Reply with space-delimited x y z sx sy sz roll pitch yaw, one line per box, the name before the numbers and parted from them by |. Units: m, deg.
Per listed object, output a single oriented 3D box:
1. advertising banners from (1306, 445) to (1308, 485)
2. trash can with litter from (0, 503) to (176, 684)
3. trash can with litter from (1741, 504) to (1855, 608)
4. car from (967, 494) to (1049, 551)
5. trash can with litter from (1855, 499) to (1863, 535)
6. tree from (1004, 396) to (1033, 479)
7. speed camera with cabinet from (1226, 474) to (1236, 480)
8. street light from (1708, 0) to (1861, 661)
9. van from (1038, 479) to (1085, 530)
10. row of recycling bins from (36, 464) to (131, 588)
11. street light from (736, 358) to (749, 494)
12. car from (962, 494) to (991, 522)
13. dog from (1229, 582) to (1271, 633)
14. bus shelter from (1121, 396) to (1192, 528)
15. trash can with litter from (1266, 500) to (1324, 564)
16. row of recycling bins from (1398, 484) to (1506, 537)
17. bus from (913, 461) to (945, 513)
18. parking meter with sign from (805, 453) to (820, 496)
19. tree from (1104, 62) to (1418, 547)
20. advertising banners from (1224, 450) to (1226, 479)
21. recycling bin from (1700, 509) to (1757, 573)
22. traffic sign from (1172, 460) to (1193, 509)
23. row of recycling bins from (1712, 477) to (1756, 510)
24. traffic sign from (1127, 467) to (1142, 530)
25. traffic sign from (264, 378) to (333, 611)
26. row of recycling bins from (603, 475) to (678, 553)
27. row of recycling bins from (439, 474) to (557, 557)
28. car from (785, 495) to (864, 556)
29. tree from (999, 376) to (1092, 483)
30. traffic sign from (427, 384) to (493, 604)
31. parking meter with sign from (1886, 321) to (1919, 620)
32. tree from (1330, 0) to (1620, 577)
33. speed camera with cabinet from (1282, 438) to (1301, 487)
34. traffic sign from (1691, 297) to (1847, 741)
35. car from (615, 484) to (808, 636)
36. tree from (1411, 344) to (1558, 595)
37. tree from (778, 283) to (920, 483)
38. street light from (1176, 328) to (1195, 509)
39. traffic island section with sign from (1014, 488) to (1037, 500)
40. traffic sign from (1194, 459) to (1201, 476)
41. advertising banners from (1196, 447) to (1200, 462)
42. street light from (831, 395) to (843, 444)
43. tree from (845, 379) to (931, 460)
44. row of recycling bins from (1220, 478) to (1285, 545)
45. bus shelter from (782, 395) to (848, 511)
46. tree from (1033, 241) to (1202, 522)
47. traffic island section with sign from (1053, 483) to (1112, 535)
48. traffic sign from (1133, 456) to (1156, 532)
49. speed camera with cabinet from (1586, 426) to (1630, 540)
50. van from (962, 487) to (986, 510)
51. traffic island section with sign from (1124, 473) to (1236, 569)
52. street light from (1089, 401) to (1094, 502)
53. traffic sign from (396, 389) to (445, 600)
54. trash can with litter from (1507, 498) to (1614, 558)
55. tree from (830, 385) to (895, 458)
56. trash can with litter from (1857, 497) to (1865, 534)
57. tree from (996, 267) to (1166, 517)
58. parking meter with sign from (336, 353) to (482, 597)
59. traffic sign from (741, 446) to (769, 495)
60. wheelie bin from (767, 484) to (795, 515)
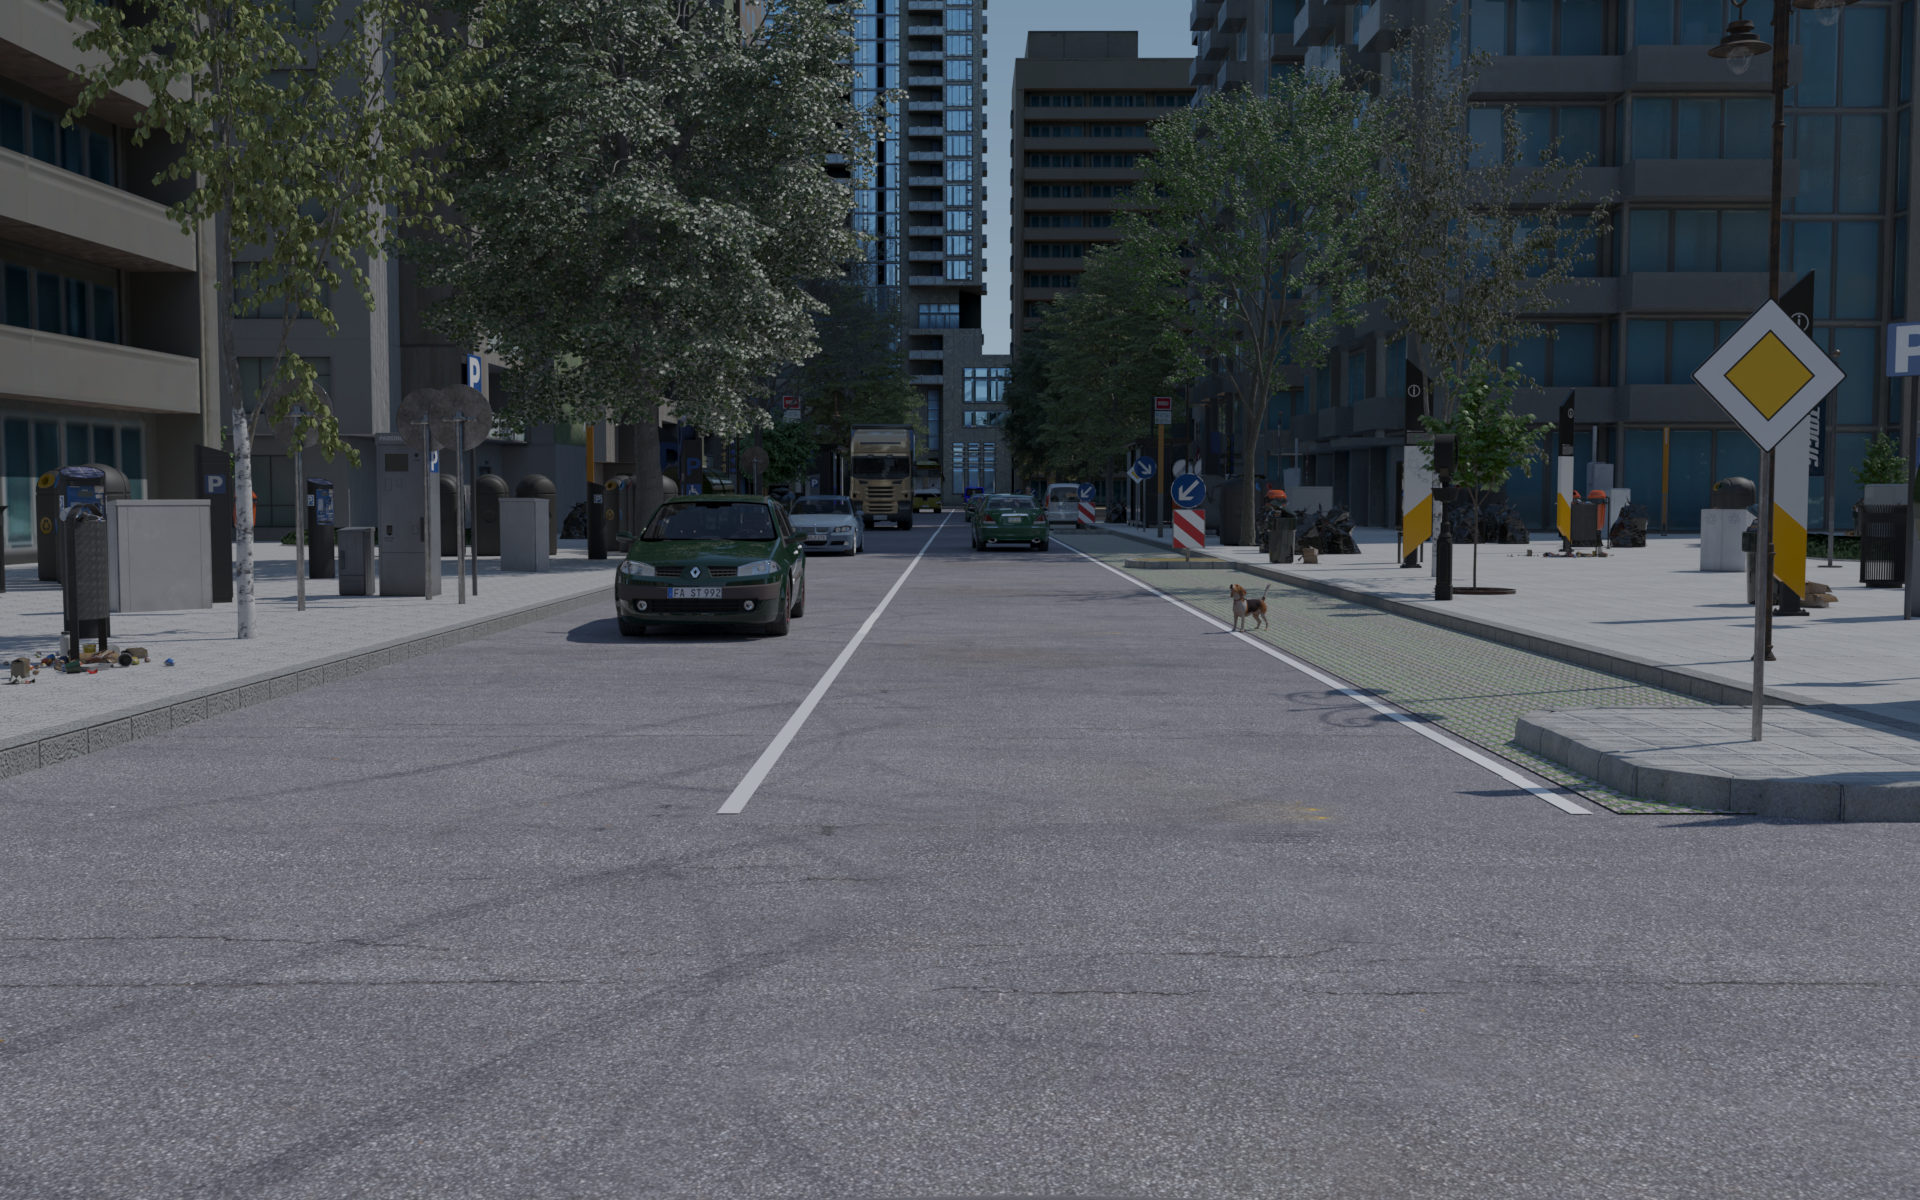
advertising banners | 12.571 -4.070 62.732 0.090 3.025 2.074 1 4 12
trash can with litter | -6.675 -0.100 12.696 1.678 1.210 2.233 0 4 -4
trash can with litter | 9.565 -0.522 19.926 0.624 1.170 1.055 -2 4 -35
car | 1.266 -2.013 44.709 2.131 1.459 4.920 0 4 -2
trash can with litter | 24.521 -2.199 47.342 0.624 1.170 1.055 0 4 -5
tree | 7.371 -14.187 150.078 7.486 12.596 7.792 0 3 0
speed camera with cabinet | 13.011 -5.302 81.031 0.660 3.252 2.038 -1 4 -12
street light | 6.209 -2.472 13.203 0.468 5.910 1.993 0 4 0
van | 4.124 -3.802 69.171 2.013 2.044 4.112 0 4 1
row of recycling bins | -12.443 -1.073 24.657 1.069 1.692 3.534 -2 4 -33
street light | -5.702 -4.382 44.440 0.468 5.910 1.993 0 4 0
car | 1.189 -4.740 89.290 2.131 1.459 4.920 0 4 -1
dog | 3.025 0.076 18.041 0.406 0.507 0.540 1 4 12
bus shelter | 7.630 -5.581 68.876 2.179 5.291 8.768 0 4 0
trash can with litter | 6.196 -1.263 32.037 1.055 1.170 0.624 1 4 9
row of recycling bins | 14.703 -2.735 51.835 1.069 1.692 3.534 -3 5 -44
bus | -2.603 -8.628 132.608 2.896 3.916 12.252 0 4 0
parking meter with sign | -5.758 -4.348 67.355 0.543 3.016 1.738 -1 4 -19
tree | 7.223 -7.117 42.114 9.928 11.665 9.643 0 3 0
advertising banners | 10.438 -4.409 68.280 0.090 3.025 2.074 1 4 10
recycling bin | 12.770 -0.990 28.736 0.722 1.027 0.722 3 5 43
traffic sign | 8.244 -3.918 64.159 0.768 2.556 0.104 0 4 1
row of recycling bins | 19.400 -2.217 43.358 1.069 1.692 3.534 1 4 21
traffic sign | 6.329 -3.703 61.729 0.795 2.450 0.064 0 4 8
traffic sign | -7.240 -1.154 18.967 0.768 2.556 0.104 0 4 4
row of recycling bins | -6.931 -1.867 37.632 1.069 1.692 3.534 -2 4 -26
row of recycling bins | -10.189 -1.766 35.989 3.534 1.692 1.069 -1 4 -12
car | -3.258 -1.799 41.408 2.014 1.417 4.499 0 4 1
tree | 6.687 -11.189 117.351 8.767 10.594 7.601 1 4 9
traffic sign | -5.815 -1.225 20.141 0.768 2.556 0.104 0 4 3
parking meter with sign | 10.308 -1.335 18.091 1.738 3.016 0.543 -3 4 -39
tree | 7.422 -4.646 26.324 4.360 8.622 3.978 0 3 0
speed camera with cabinet | 11.832 -4.146 62.131 0.660 3.252 2.038 0 4 8
traffic sign | 4.140 -0.324 8.943 0.795 2.450 0.064 0 4 0
car | -2.621 -0.548 18.750 2.009 1.686 4.222 0 4 -2
tree | 6.669 -1.709 22.543 1.663 3.219 1.824 0 3 0
tree | -5.930 -10.716 93.334 7.486 12.596 7.792 0 3 0
street light | 6.317 -4.610 48.163 0.468 5.910 1.993 0 4 0
traffic island section with sign | 4.483 -6.297 111.576 1.989 1.847 2.006 0 4 0
traffic sign | 8.781 -3.801 62.255 0.768 2.556 0.104 0 4 1
advertising banners | 8.886 -4.116 63.486 0.090 3.025 2.074 0 4 -4
street light | -5.643 -6.531 79.570 0.468 5.910 1.993 0 4 0
tree | -6.435 -13.869 152.518 9.928 11.665 9.643 0 3 0
row of recycling bins | 7.605 -2.328 45.180 1.069 1.692 3.534 2 4 27
bus shelter | -6.109 -5.838 73.083 2.179 5.291 8.768 0 4 0
tree | 7.189 -9.792 78.227 7.486 12.596 7.792 0 3 0
traffic island section with sign | 4.333 -3.242 61.639 1.989 1.847 2.006 0 4 0
traffic sign | 6.226 -3.567 58.421 0.768 2.556 0.104 0 4 3
speed camera with cabinet | 18.593 -3.384 49.663 0.660 3.252 2.038 0 4 1
van | 1.283 -9.273 156.005 2.240 2.365 5.245 0 3 0
traffic island section with sign | 4.235 -1.531 33.666 1.989 1.847 2.006 0 4 0
street light | 6.359 -6.783 83.695 0.468 5.910 1.993 0 4 0
traffic sign | -6.446 -1.275 20.947 0.768 2.556 0.104 0 4 5
trash can with litter | 12.358 -1.495 35.501 2.233 1.210 1.678 1 4 10
tree | -6.409 -9.798 110.558 4.360 8.622 3.978 0 3 0
trash can with litter | 22.654 -2.003 43.801 1.678 1.210 2.233 -2 4 -30
tree | 7.434 -11.716 98.213 9.857 13.997 8.962 0 3 0
parking meter with sign | -6.949 -1.562 21.805 1.738 3.016 0.543 0 4 2
traffic sign | -5.484 -2.825 46.290 0.768 2.556 0.104 0 4 7
wheelie bin | -5.613 -2.823 54.066 0.980 1.594 0.693 -1 4 -18
